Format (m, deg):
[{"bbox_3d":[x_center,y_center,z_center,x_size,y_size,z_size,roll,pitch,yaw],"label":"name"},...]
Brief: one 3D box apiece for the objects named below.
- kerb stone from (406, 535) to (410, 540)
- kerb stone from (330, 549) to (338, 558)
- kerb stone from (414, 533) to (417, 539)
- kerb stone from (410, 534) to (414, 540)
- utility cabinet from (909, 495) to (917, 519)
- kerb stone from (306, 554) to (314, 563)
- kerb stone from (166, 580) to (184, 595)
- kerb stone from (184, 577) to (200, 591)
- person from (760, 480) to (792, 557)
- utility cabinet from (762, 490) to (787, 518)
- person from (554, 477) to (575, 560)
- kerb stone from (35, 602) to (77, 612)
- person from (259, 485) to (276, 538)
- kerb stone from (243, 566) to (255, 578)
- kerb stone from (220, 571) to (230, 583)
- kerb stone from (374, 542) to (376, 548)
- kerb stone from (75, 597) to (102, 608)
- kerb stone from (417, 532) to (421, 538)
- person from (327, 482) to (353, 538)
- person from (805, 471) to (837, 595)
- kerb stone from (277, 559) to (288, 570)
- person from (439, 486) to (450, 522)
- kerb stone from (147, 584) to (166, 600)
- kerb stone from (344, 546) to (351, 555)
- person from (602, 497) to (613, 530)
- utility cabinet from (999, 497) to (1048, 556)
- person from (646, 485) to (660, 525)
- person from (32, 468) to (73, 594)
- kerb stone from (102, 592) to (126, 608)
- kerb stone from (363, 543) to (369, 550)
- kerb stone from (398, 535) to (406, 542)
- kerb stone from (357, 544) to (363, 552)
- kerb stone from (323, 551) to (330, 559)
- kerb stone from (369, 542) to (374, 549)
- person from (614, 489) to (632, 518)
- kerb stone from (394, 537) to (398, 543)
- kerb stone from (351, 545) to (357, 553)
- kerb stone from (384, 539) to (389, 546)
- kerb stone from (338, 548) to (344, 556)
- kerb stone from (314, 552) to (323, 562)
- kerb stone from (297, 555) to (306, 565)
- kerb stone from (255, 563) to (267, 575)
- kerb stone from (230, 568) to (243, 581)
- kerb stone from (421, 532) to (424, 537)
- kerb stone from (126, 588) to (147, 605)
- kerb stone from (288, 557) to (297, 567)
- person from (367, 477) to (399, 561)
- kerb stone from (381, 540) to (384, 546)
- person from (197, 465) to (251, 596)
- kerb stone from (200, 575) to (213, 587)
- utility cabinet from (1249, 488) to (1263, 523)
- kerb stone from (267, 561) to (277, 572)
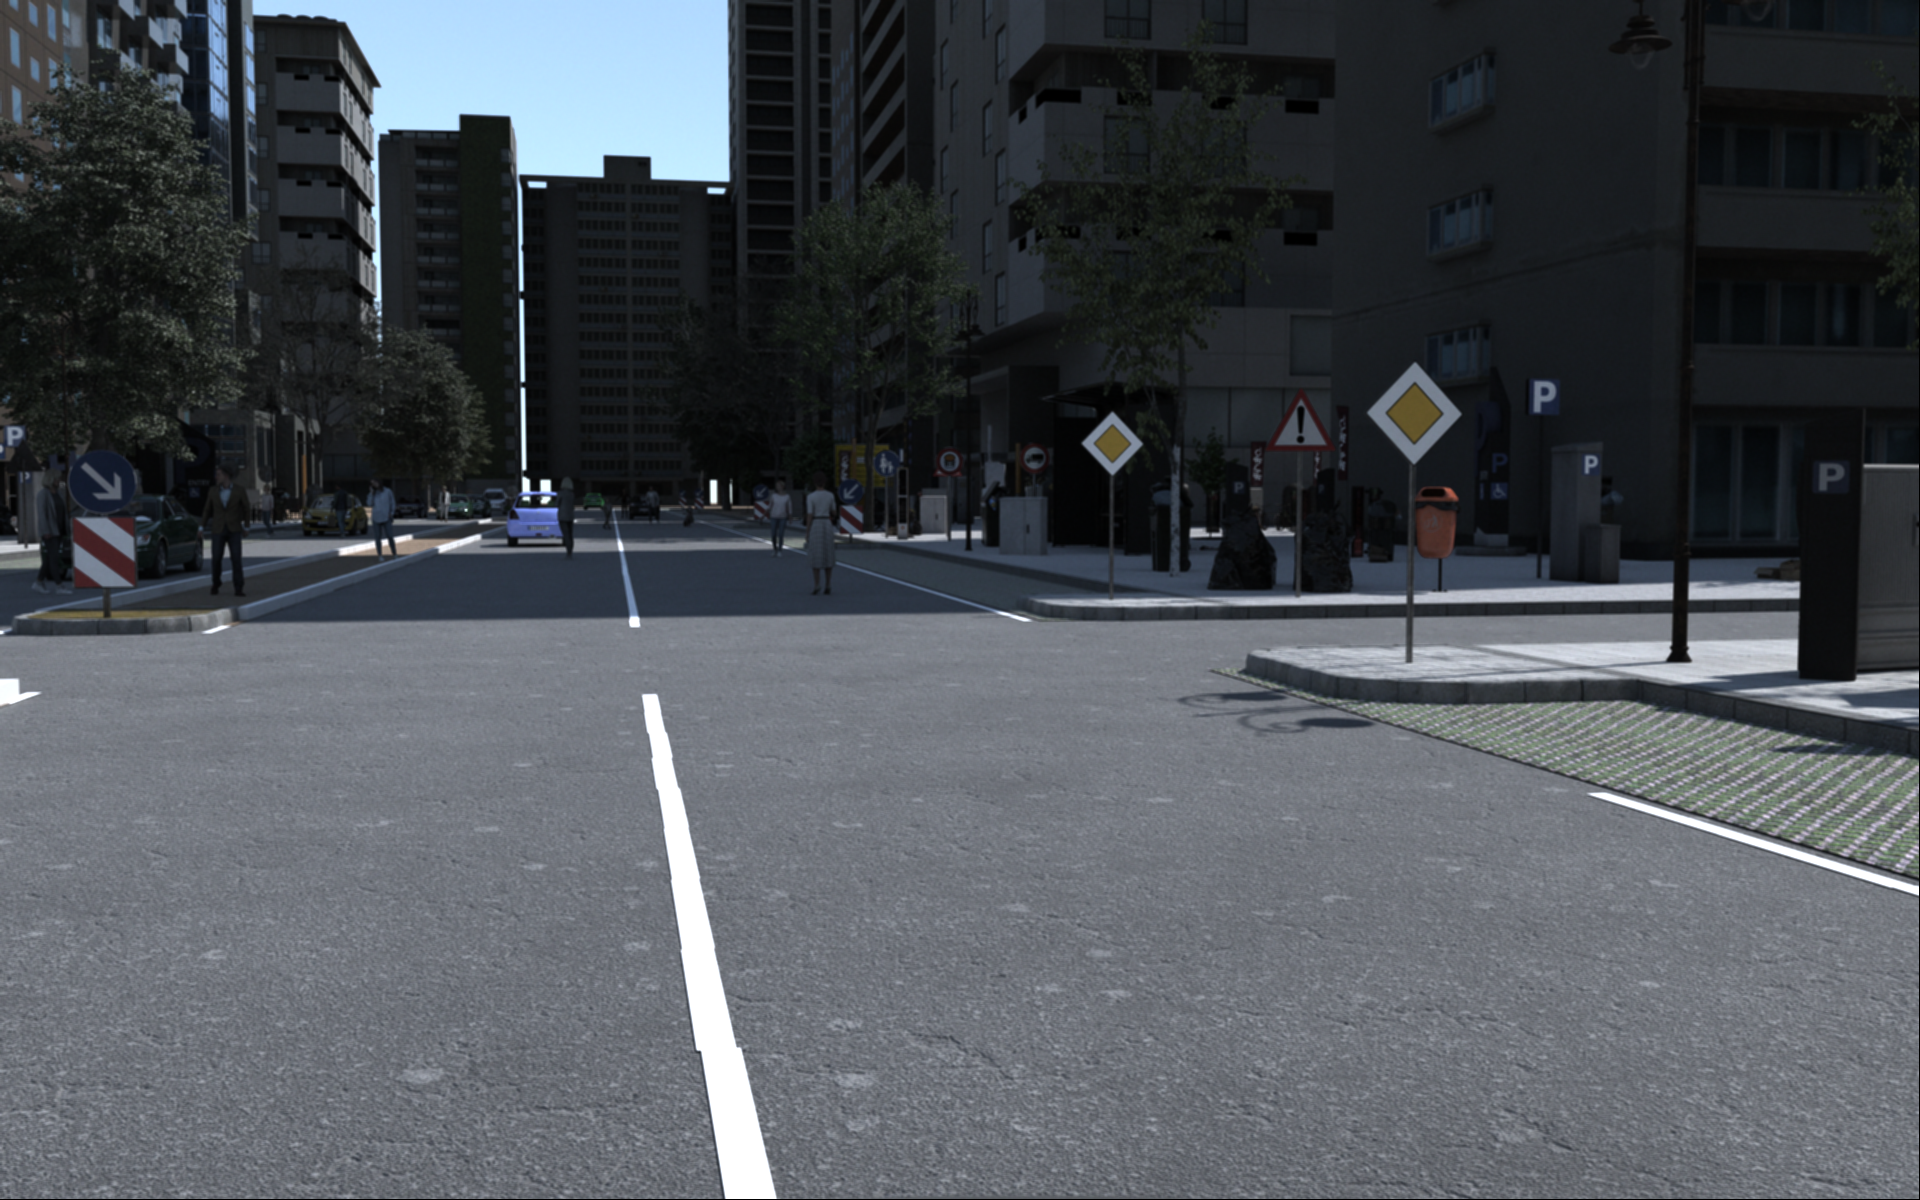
[{"bbox_3d":[-16.978,-1.871,52.821,0.120,0.150,1.000,-1,4,-11],"label":"kerb stone"},{"bbox_3d":[-14.118,-1.007,38.740,0.120,0.150,1.000,-1,4,-11],"label":"kerb stone"},{"bbox_3d":[-17.374,-1.996,54.833,0.120,0.150,1.000,-1,4,-11],"label":"kerb stone"},{"bbox_3d":[-17.173,-1.935,53.829,0.120,0.150,1.000,-1,4,-11],"label":"kerb stone"},{"bbox_3d":[-2.204,-4.755,88.899,0.306,1.237,1.020,2,4,33],"label":"utility cabinet"},{"bbox_3d":[-13.520,-0.828,35.731,0.120,0.150,1.000,-1,4,-11],"label":"kerb stone"},{"bbox_3d":[-11.279,-0.151,24.668,0.120,0.150,1.000,-1,4,-11],"label":"kerb stone"},{"bbox_3d":[-11.488,-0.212,25.672,0.120,0.150,1.000,-1,4,-11],"label":"kerb stone"},{"bbox_3d":[-4.188,-1.851,39.428,0.731,1.740,0.598,0,4,-5],"label":"person"},{"bbox_3d":[-9.593,-4.893,88.673,1.173,1.500,0.318,1,4,9],"label":"utility cabinet"},{"bbox_3d":[-8.621,-1.771,37.636,0.526,1.800,0.537,3,5,40],"label":"person"},{"bbox_3d":[-10.264,0.159,19.642,0.120,0.150,1.000,-1,4,-11],"label":"kerb stone"},{"bbox_3d":[-22.609,-2.901,56.602,0.731,1.740,0.598,1,4,20],"label":"person"},{"bbox_3d":[-12.294,-0.458,29.691,0.120,0.150,1.000,-1,4,-11],"label":"kerb stone"},{"bbox_3d":[-11.889,-0.329,27.680,0.120,0.150,1.000,-1,4,-11],"label":"kerb stone"},{"bbox_3d":[-15.545,-1.442,45.779,0.120,0.150,1.000,-1,4,-11],"label":"kerb stone"},{"bbox_3d":[-10.466,0.095,20.646,0.120,0.150,1.000,-1,4,-11],"label":"kerb stone"},{"bbox_3d":[-17.578,-2.054,55.836,0.120,0.150,1.000,-1,4,-11],"label":"kerb stone"},{"bbox_3d":[-20.313,-2.947,56.670,0.794,1.824,0.713,-3,5,-42],"label":"person"},{"bbox_3d":[-2.002,-0.958,24.730,0.480,1.755,0.524,-2,4,-28],"label":"person"},{"bbox_3d":[-12.905,-0.643,32.717,0.120,0.150,1.000,-1,4,-11],"label":"kerb stone"},{"bbox_3d":[-26.363,-4.901,88.501,0.514,1.842,0.818,-2,4,-28],"label":"person"},{"bbox_3d":[-11.073,-0.090,23.662,0.120,0.150,1.000,-1,4,-11],"label":"kerb stone"},{"bbox_3d":[-14.532,-1.133,40.751,0.120,0.150,1.000,-1,4,-11],"label":"kerb stone"},{"bbox_3d":[-14.276,-3.513,70.203,0.640,1.303,0.475,3,4,36],"label":"person"},{"bbox_3d":[1.328,-1.547,36.450,1.020,1.237,0.306,2,4,32],"label":"utility cabinet"},{"bbox_3d":[-14.442,-4.470,81.425,0.661,1.843,0.795,1,4,12],"label":"person"},{"bbox_3d":[-12.996,-0.991,24.879,0.728,1.800,0.709,1,4,11],"label":"person"},{"bbox_3d":[-10.666,0.033,21.649,0.120,0.150,1.000,-1,4,-11],"label":"kerb stone"},{"bbox_3d":[-15.143,-1.320,43.774,0.120,0.150,1.000,-1,4,-11],"label":"kerb stone"},{"bbox_3d":[-16.769,-1.812,51.820,0.120,0.150,1.000,-1,4,-11],"label":"kerb stone"},{"bbox_3d":[-14.935,-1.259,42.773,0.120,0.150,1.000,-1,4,-11],"label":"kerb stone"},{"bbox_3d":[-13.922,-0.943,37.736,0.120,0.150,1.000,-1,4,-11],"label":"kerb stone"},{"bbox_3d":[-15.344,-1.374,44.777,0.120,0.150,1.000,-1,4,-11],"label":"kerb stone"},{"bbox_3d":[-19.959,-5.742,102.911,1.217,1.766,0.721,0,4,6],"label":"person"},{"bbox_3d":[-16.365,-1.688,49.796,0.120,0.150,1.000,-1,4,-11],"label":"kerb stone"},{"bbox_3d":[-14.735,-1.193,41.767,0.120,0.150,1.000,-1,4,-11],"label":"kerb stone"},{"bbox_3d":[-15.949,-1.566,47.794,0.120,0.150,1.000,-1,4,-11],"label":"kerb stone"},{"bbox_3d":[-14.329,-1.073,39.743,0.120,0.150,1.000,-1,4,-11],"label":"kerb stone"},{"bbox_3d":[-13.718,-0.889,36.734,0.120,0.150,1.000,-1,4,-11],"label":"kerb stone"},{"bbox_3d":[-13.312,-0.767,34.730,0.120,0.150,1.000,-1,4,-11],"label":"kerb stone"},{"bbox_3d":[-12.495,-0.521,30.707,0.120,0.150,1.000,-1,4,-11],"label":"kerb stone"},{"bbox_3d":[-12.088,-0.396,28.690,0.120,0.150,1.000,-1,4,-11],"label":"kerb stone"},{"bbox_3d":[-17.784,-2.117,56.837,0.120,0.150,1.000,-1,4,-11],"label":"kerb stone"},{"bbox_3d":[-10.869,-0.028,22.651,0.120,0.150,1.000,-1,4,-11],"label":"kerb stone"},{"bbox_3d":[-13.114,-0.705,33.720,0.120,0.150,1.000,-1,4,-11],"label":"kerb stone"},{"bbox_3d":[-12.262,-1.717,36.844,0.793,1.790,0.793,-3,5,-41],"label":"person"},{"bbox_3d":[-15.760,-1.503,46.789,0.120,0.150,1.000,-1,4,-11],"label":"kerb stone"},{"bbox_3d":[-10.318,-0.971,24.283,0.656,1.842,0.836,-3,5,-45],"label":"person"},{"bbox_3d":[-11.695,-0.274,26.673,0.120,0.150,1.000,-1,4,-11],"label":"kerb stone"},{"bbox_3d":[10.897,-3.491,65.760,1.173,1.500,0.318,-1,4,-14],"label":"utility cabinet"},{"bbox_3d":[-12.706,-0.582,31.712,0.120,0.150,1.000,-1,4,-11],"label":"kerb stone"}]
